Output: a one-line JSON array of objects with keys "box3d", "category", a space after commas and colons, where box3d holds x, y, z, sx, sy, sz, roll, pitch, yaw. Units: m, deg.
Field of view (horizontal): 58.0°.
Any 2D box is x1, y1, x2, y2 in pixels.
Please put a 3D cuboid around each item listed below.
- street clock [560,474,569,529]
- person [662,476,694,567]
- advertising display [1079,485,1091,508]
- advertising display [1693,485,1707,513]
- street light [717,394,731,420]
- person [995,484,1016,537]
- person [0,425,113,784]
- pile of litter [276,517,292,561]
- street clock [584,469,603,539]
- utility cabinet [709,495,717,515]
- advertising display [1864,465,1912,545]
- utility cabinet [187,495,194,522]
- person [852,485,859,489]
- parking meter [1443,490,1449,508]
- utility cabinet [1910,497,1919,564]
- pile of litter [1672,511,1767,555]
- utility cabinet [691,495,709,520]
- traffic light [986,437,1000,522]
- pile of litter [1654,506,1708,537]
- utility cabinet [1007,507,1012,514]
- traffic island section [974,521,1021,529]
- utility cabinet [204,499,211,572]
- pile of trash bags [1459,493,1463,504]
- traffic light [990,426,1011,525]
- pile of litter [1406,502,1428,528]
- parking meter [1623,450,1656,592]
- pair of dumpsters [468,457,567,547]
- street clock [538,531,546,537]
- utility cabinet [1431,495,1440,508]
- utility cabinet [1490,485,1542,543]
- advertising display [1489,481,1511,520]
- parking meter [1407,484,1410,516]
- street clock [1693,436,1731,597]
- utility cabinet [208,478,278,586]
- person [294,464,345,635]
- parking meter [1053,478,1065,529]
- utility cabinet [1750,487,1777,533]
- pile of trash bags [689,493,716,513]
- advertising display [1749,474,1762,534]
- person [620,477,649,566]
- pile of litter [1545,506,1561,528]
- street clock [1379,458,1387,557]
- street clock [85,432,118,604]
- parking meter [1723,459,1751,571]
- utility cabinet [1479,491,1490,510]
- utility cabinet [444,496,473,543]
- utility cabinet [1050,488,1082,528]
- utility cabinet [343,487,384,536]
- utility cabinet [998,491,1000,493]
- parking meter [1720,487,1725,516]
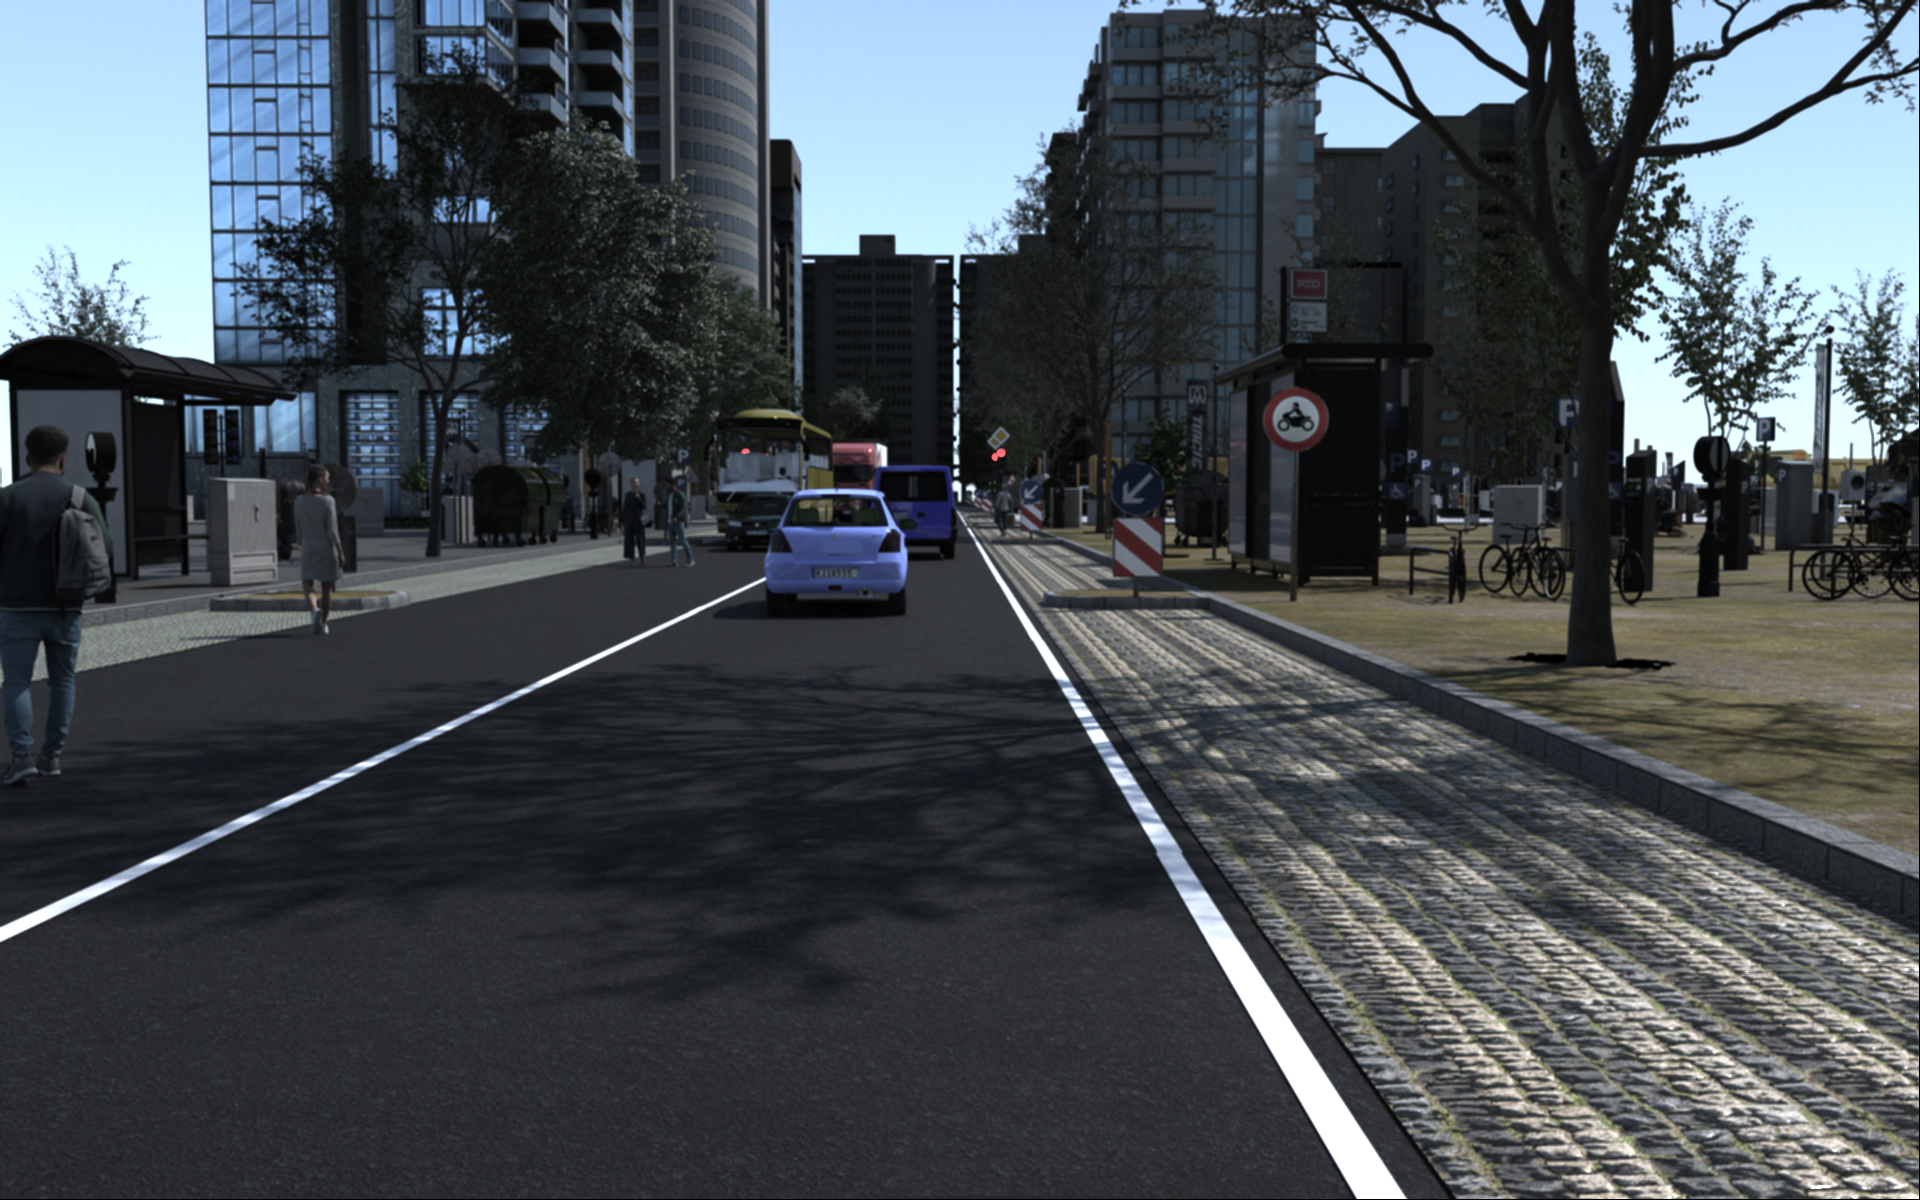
[{"box3d": [-14.593, -3.627, 63.877, 0.358, 2.002, 0.471, -2, 4, -30], "category": "street clock"}, {"box3d": [-5.615, -1.550, 34.190, 0.623, 1.781, 0.721, 2, 4, 31], "category": "person"}, {"box3d": [8.910, -7.247, 123.706, 0.974, 1.923, 0.123, 2, 4, 30], "category": "advertising display"}, {"box3d": [50.306, -6.888, 117.827, 0.974, 1.923, 0.123, 0, 4, -2], "category": "advertising display"}, {"box3d": [-10.851, -6.541, 79.739, 0.468, 5.910, 1.993, 0, 4, 0], "category": "street light"}, {"box3d": [1.539, -2.998, 58.010, 0.782, 1.767, 0.515, -3, 5, -42], "category": "person"}, {"box3d": [-4.640, 0.005, 8.764, 0.721, 1.781, 0.623, 3, 5, 40], "category": "person"}, {"box3d": [-13.521, -1.189, 33.401, 1.176, 0.858, 1.719, 0, 4, 7], "category": "pile of litter"}, {"box3d": [-10.433, -2.738, 49.335, 0.471, 2.002, 0.358, 0, 4, 4], "category": "street clock"}, {"box3d": [-14.985, -5.840, 106.642, 1.020, 1.237, 0.306, 1, 4, 14], "category": "utility cabinet"}, {"box3d": [20.597, -2.033, 38.460, 0.123, 1.923, 0.974, -2, 4, -33], "category": "advertising display"}, {"box3d": [-35.922, -4.220, 80.162, 0.306, 1.237, 1.020, 1, 4, 11], "category": "utility cabinet"}, {"box3d": [-3.539, -3.098, 59.743, 0.643, 1.750, 0.593, 0, 4, 2], "category": "person"}, {"box3d": [32.842, -6.643, 117.016, 0.372, 1.533, 0.369, 0, 3, 0], "category": "parking meter"}, {"box3d": [17.996, -1.255, 31.675, 0.306, 1.237, 1.020, -3, 5, -43], "category": "utility cabinet"}, {"box3d": [16.262, -1.405, 36.935, 1.719, 0.858, 1.176, 2, 4, 31], "category": "pile of litter"}, {"box3d": [-12.969, -4.568, 85.849, 0.306, 1.237, 1.020, 1, 4, 19], "category": "utility cabinet"}, {"box3d": [1.613, -5.546, 79.606, 0.839, 4.253, 0.868, 0, 4, 0], "category": "traffic light"}, {"box3d": [21.011, -2.286, 51.342, 1.176, 0.858, 1.719, -3, 5, -40], "category": "pile of litter"}, {"box3d": [3.192, -6.316, 114.425, 0.306, 1.237, 1.020, -1, 4, -23], "category": "utility cabinet"}, {"box3d": [1.654, -3.513, 79.720, 2.009, 0.180, 2.903, 0, 4, 0], "category": "traffic island section"}, {"box3d": [-12.345, -1.097, 29.101, 0.306, 1.237, 1.020, 0, 4, -2], "category": "utility cabinet"}, {"box3d": [42.111, -7.992, 140.418, 3.447, 1.369, 1.912, 0, 4, 5], "category": "pile of trash bags"}, {"box3d": [1.674, -5.058, 71.621, 0.839, 4.253, 0.868, 0, 4, 0], "category": "traffic light"}, {"box3d": [17.302, -3.230, 66.780, 1.719, 0.858, 1.176, 0, 4, -6], "category": "pile of litter"}, {"box3d": [8.924, -1.042, 22.755, 0.399, 1.863, 0.255, -3, 5, -43], "category": "parking meter"}, {"box3d": [-11.117, -2.514, 43.590, 1.574, 2.255, 4.437, 0, 4, 0], "category": "pair of dumpsters"}, {"box3d": [-12.417, -2.864, 51.398, 0.358, 2.002, 0.471, -1, 4, -23], "category": "street clock"}, {"box3d": [32.610, -6.584, 118.814, 0.306, 1.237, 1.020, 3, 4, 37], "category": "utility cabinet"}, {"box3d": [14.392, -2.205, 44.738, 1.173, 1.500, 0.318, 3, 4, 37], "category": "utility cabinet"}, {"box3d": [26.171, -4.816, 83.959, 0.974, 1.923, 0.123, 3, 4, 36], "category": "advertising display"}, {"box3d": [28.523, -6.416, 110.609, 0.399, 1.863, 0.255, -1, 4, -15], "category": "parking meter"}, {"box3d": [9.361, -1.042, 21.604, 0.471, 2.002, 0.358, -3, 4, -36], "category": "street clock"}, {"box3d": [-10.099, -0.964, 24.448, 0.318, 1.500, 1.173, 1, 4, 10], "category": "utility cabinet"}, {"box3d": [-6.490, -0.509, 17.567, 0.466, 1.731, 0.760, -2, 4, -27], "category": "person"}, {"box3d": [3.701, -3.598, 64.544, 0.399, 1.863, 0.255, 1, 4, 19], "category": "parking meter"}, {"box3d": [26.283, -2.933, 56.636, 1.173, 1.500, 0.318, -3, 5, -39], "category": "utility cabinet"}, {"box3d": [-17.312, -6.675, 118.889, 1.912, 1.369, 3.447, -3, 4, -36], "category": "pile of trash bags"}, {"box3d": [25.263, -3.092, 55.773, 0.974, 1.923, 0.123, 1, 4, 10], "category": "advertising display"}, {"box3d": [-6.556, -1.588, 34.880, 0.576, 1.772, 0.534, 0, 4, -7], "category": "person"}, {"box3d": [22.526, -3.158, 65.595, 1.176, 0.858, 1.719, 3, 4, 36], "category": "pile of litter"}, {"box3d": [8.412, -1.867, 35.093, 0.471, 2.002, 0.358, -3, 5, -42], "category": "street clock"}, {"box3d": [-10.056, -0.963, 20.316, 0.358, 2.002, 0.471, -3, 5, -40], "category": "street clock"}, {"box3d": [13.094, -1.435, 29.178, 0.399, 1.863, 0.255, -3, 4, -36], "category": "parking meter"}, {"box3d": [33.039, -6.069, 107.911, 1.173, 1.500, 0.318, -1, 4, -12], "category": "utility cabinet"}, {"box3d": [-13.256, -2.121, 45.848, 0.306, 1.237, 1.020, 1, 4, 13], "category": "utility cabinet"}, {"box3d": [3.984, -3.454, 65.152, 1.173, 1.500, 0.318, 1, 4, 23], "category": "utility cabinet"}, {"box3d": [-18.204, -2.702, 52.849, 1.173, 1.500, 0.318, -1, 4, -20], "category": "utility cabinet"}, {"box3d": [3.392, -7.272, 127.577, 1.173, 1.500, 0.318, -1, 4, -11], "category": "utility cabinet"}, {"box3d": [28.281, -3.400, 63.998, 0.372, 1.533, 0.369, 0, 3, 0], "category": "parking meter"}]
